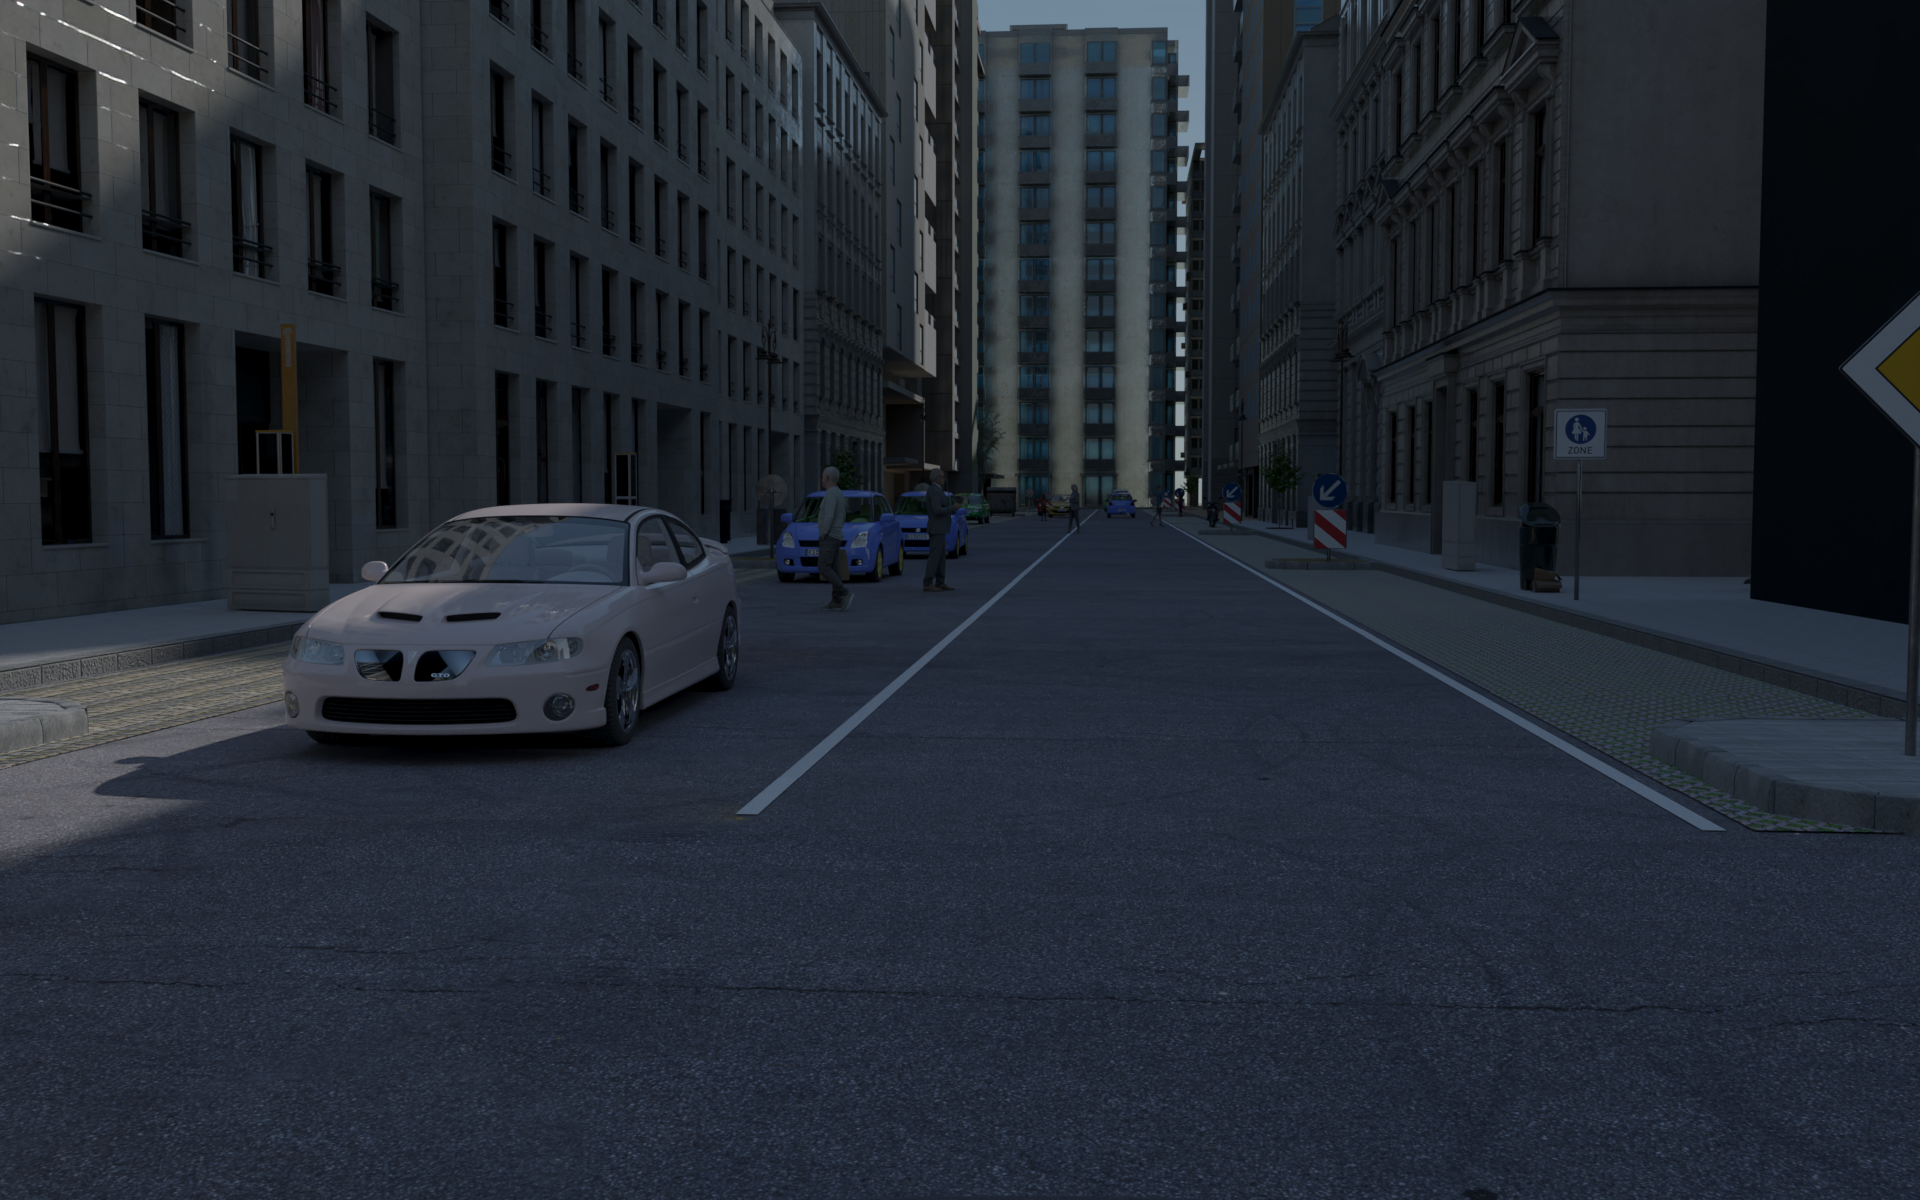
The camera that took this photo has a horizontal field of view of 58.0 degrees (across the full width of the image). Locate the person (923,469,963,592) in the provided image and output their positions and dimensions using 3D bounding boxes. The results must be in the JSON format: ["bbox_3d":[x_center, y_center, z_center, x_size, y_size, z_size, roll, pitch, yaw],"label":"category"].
[{"bbox_3d":[-0.257,-1.032,25.545,0.590,1.801,0.661,0,4,-7],"label":"person"}]

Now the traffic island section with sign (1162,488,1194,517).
[{"bbox_3d":[13.810,-6.197,109.945,1.989,1.847,2.006,0,4,5],"label":"traffic island section with sign"}]

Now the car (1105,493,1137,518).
[{"bbox_3d":[9.696,-5.790,104.249,1.945,1.707,3.694,0,4,4],"label":"car"}]

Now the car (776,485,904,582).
[{"bbox_3d":[-1.994,-1.205,29.299,1.945,1.707,3.694,0,4,6],"label":"car"}]

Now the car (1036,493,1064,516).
[{"bbox_3d":[6.178,-6.570,116.465,2.155,1.783,4.494,0,4,5],"label":"car"}]

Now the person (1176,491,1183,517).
[{"bbox_3d":[13.629,-5.958,107.378,0.415,1.643,0.593,0,4,5],"label":"person"}]

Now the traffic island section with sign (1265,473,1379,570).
[{"bbox_3d":[6.923,-1.514,33.384,1.989,1.847,2.006,0,4,5],"label":"traffic island section with sign"}]

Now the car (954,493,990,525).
[{"bbox_3d":[0.399,-4.505,82.448,1.959,1.807,4.718,0,4,7],"label":"car"}]

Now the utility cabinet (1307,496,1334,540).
[{"bbox_3d":[9.965,-2.244,47.854,0.306,1.237,1.020,-1,4,-15],"label":"utility cabinet"}]

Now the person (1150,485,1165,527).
[{"bbox_3d":[8.733,-4.155,76.453,0.654,1.822,0.581,1,4,21],"label":"person"}]

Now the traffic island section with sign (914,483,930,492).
[{"bbox_3d":[-1.289,-3.207,61.063,1.989,1.847,2.006,0,4,5],"label":"traffic island section with sign"}]

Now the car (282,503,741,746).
[{"bbox_3d":[-2.693,0.059,11.405,2.083,1.381,4.827,0,4,5],"label":"car"}]

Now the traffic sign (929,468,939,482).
[{"bbox_3d":[-1.174,-5.174,84.706,0.768,2.556,0.104,1,4,14],"label":"traffic sign"}]

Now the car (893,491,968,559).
[{"bbox_3d":[-0.768,-1.830,39.506,1.945,1.707,3.694,0,4,5],"label":"car"}]

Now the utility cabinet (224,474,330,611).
[{"bbox_3d":[-7.471,-0.626,18.921,1.173,1.500,0.318,1,4,23],"label":"utility cabinet"}]

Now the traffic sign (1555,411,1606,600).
[{"bbox_3d":[7.449,-1.146,20.865,0.606,2.300,0.079,0,4,8],"label":"traffic sign"}]

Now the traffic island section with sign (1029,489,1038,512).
[{"bbox_3d":[5.590,-7.892,137.669,1.989,1.847,2.006,0,4,5],"label":"traffic island section with sign"}]

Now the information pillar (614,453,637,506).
[{"bbox_3d":[-5.970,-1.619,30.962,0.304,2.012,0.304,1,4,13],"label":"information pillar"}]

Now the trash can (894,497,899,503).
[{"bbox_3d":[-2.804,-4.390,83.423,0.748,1.137,0.748,0,3,0],"label":"trash can"}]

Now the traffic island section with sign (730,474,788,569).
[{"bbox_3d":[-3.735,-1.550,33.975,1.989,1.847,2.006,0,4,5],"label":"traffic island section with sign"}]

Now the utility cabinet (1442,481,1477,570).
[{"bbox_3d":[8.418,-1.254,29.183,0.318,1.500,1.173,0,4,3],"label":"utility cabinet"}]

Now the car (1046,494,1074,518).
[{"bbox_3d":[6.318,-5.898,106.653,2.015,1.641,3.980,0,4,4],"label":"car"}]

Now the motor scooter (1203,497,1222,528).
[{"bbox_3d":[10.842,-3.765,74.335,0.815,1.314,1.986,0,4,5],"label":"motor scooter"}]

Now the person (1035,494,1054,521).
[{"bbox_3d":[4.448,-4.891,91.735,1.065,1.426,0.557,-1,4,-23],"label":"person"}]

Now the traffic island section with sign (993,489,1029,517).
[{"bbox_3d":[3.184,-6.250,110.821,1.989,1.847,2.006,0,4,5],"label":"traffic island section with sign"}]

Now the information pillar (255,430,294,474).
[{"bbox_3d":[-7.927,-0.954,20.090,0.304,2.012,0.304,1,4,9],"label":"information pillar"}]

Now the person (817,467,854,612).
[{"bbox_3d":[-1.528,-0.760,21.417,0.515,1.767,0.782,0,4,6],"label":"person"}]

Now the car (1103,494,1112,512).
[{"bbox_3d":[12.653,-8.114,141.461,1.959,1.807,4.718,0,4,4],"label":"car"}]

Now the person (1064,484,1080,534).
[{"bbox_3d":[4.110,-3.309,62.790,0.526,1.800,0.537,-1,4,-22],"label":"person"}]

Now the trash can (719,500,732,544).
[{"bbox_3d":[-6.276,-2.044,45.072,0.748,1.137,0.748,0,3,0],"label":"trash can"}]

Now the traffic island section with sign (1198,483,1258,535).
[{"bbox_3d":[9.389,-3.191,60.807,1.989,1.847,2.006,0,4,5],"label":"traffic island section with sign"}]

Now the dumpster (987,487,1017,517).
[{"bbox_3d":[2.556,-6.006,106.406,1.865,1.857,1.264,0,4,6],"label":"dumpster"}]

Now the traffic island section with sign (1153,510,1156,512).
[{"bbox_3d":[16.266,-7.864,137.207,1.989,1.847,2.006,0,4,5],"label":"traffic island section with sign"}]
